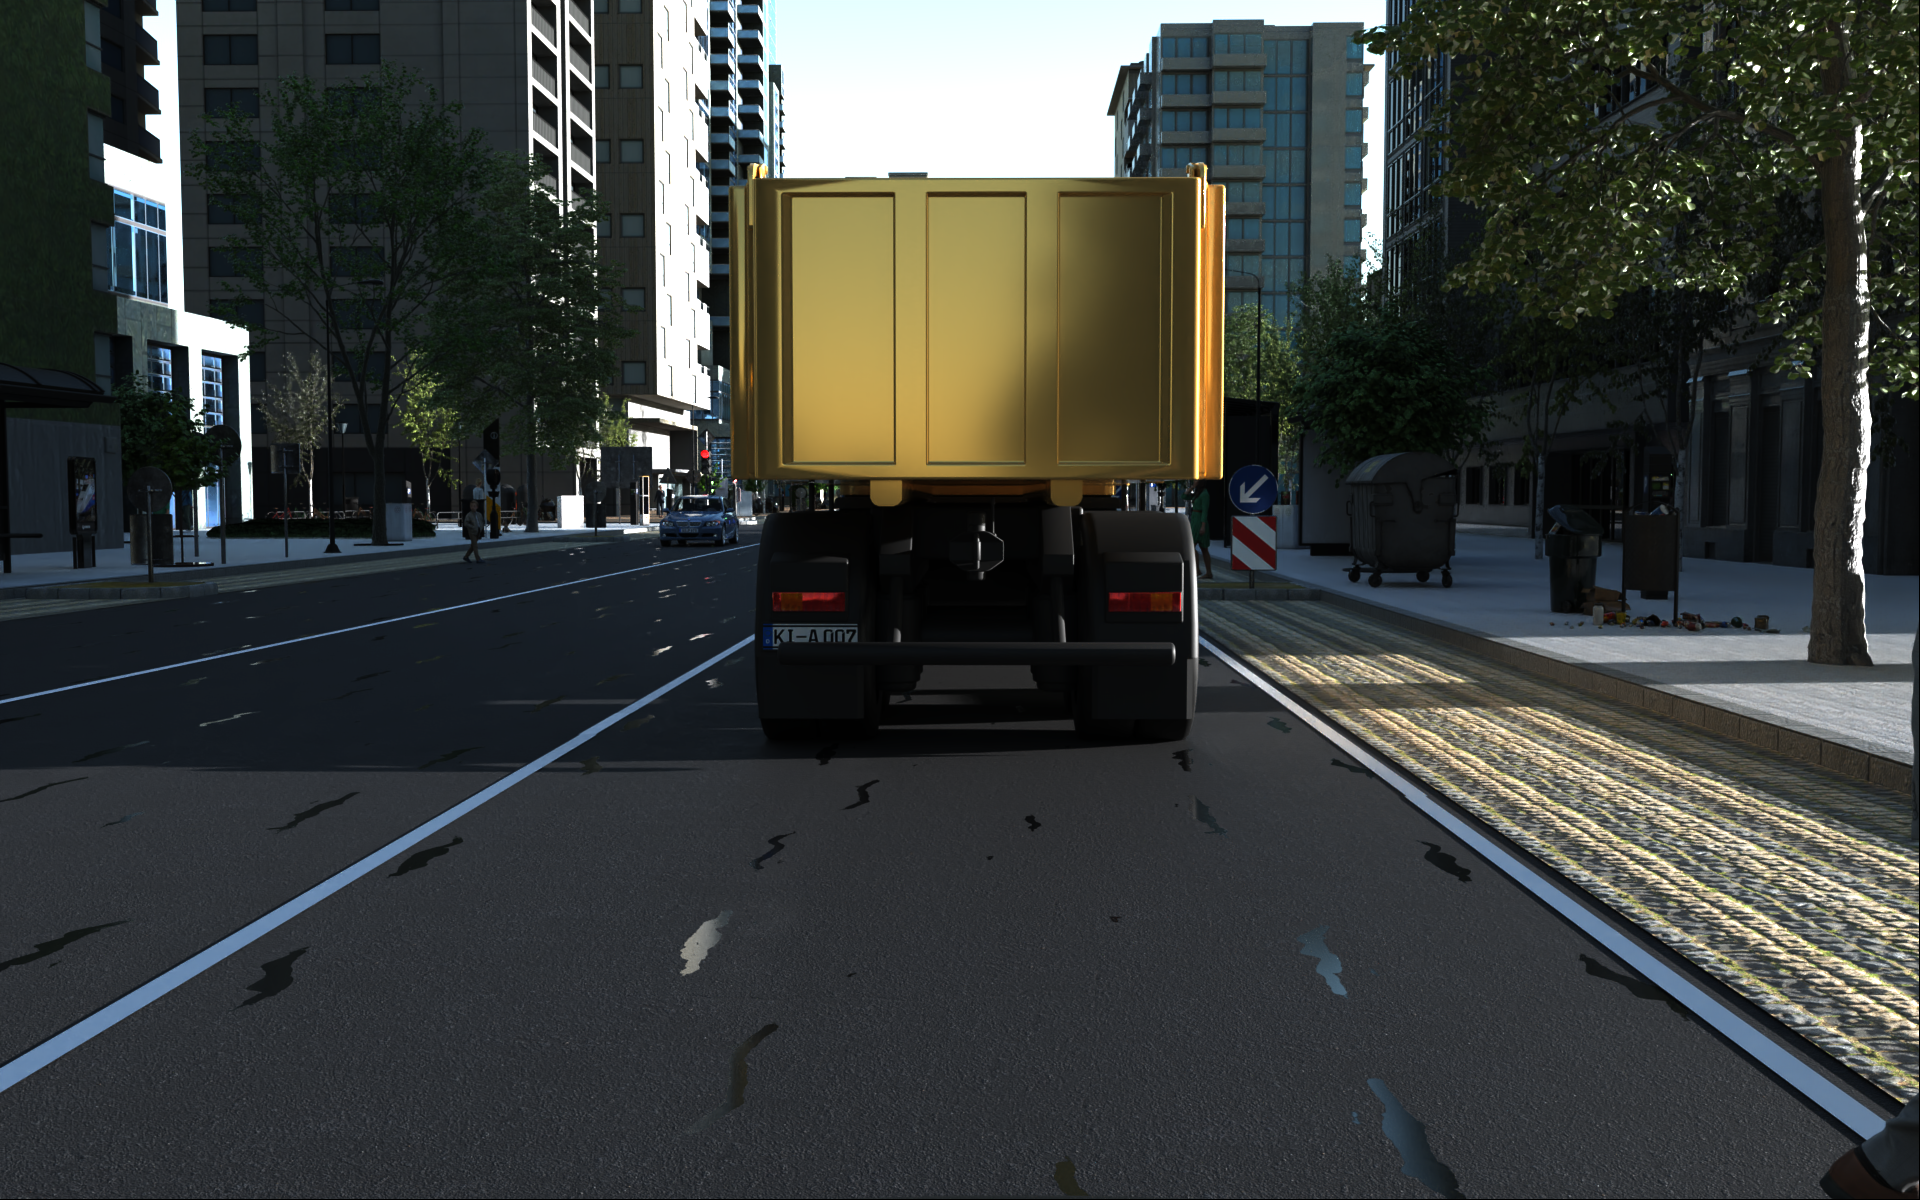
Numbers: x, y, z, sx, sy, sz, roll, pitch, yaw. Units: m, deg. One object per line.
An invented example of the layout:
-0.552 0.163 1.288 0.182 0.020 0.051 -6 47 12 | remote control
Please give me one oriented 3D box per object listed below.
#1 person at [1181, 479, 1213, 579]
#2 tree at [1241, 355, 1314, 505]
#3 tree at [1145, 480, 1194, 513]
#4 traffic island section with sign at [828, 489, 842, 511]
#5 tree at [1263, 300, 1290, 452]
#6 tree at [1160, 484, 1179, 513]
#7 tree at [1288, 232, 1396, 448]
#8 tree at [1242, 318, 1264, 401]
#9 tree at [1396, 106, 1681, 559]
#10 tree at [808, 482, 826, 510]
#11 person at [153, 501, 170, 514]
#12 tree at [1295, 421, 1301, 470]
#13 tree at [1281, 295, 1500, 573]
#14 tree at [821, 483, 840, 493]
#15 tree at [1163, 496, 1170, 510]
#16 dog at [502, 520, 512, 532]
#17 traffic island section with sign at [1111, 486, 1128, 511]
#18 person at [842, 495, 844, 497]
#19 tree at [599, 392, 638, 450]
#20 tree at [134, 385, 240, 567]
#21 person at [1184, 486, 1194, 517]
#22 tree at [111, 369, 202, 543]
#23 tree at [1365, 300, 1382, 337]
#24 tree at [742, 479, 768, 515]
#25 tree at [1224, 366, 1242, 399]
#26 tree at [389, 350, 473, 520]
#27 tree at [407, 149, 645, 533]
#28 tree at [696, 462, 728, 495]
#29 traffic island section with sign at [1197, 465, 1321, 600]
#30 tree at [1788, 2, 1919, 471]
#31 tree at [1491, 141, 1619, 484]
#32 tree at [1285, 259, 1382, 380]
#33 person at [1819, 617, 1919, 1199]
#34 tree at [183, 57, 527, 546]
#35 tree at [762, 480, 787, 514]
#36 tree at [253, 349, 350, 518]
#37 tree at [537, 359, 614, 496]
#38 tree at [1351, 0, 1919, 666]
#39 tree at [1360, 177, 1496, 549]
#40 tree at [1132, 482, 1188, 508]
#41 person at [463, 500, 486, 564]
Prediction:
4.032 -1.239 28.998 0.529 1.795 0.600 -1 4 -21 | person
17.683 -8.633 91.507 4.360 8.622 3.978 0 3 0 | tree
7.188 -4.514 57.513 4.285 4.588 4.351 0 3 0 | tree
-9.236 -7.678 134.160 1.989 1.847 2.006 0 4 1 | traffic island section with sign
12.088 -6.260 52.706 4.737 8.622 4.395 0 3 0 | tree
13.797 -10.216 117.385 4.737 8.622 4.395 0 3 0 | tree
11.832 -5.914 47.048 4.737 8.622 4.395 0 3 0 | tree
12.046 -6.560 57.626 4.737 8.622 4.395 0 3 0 | tree
11.640 -5.112 33.940 4.737 8.622 4.395 0 3 0 | tree
-12.027 -9.064 142.798 1.663 3.219 1.824 0 3 0 | tree
-16.835 -1.852 36.565 0.600 1.795 0.529 2 4 25 | person
33.045 -14.350 151.623 9.611 12.733 9.660 0 3 0 | tree
7.053 -2.755 28.759 4.285 4.588 4.351 0 3 0 | tree
-11.981 -10.762 159.668 4.285 4.588 4.351 0 3 0 | tree
16.316 -13.016 138.559 9.928 11.665 9.643 0 3 0 | tree
-15.178 -2.474 58.189 0.550 0.427 0.748 2 4 25 | dog
4.457 -2.596 51.080 1.989 1.847 2.006 0 4 1 | traffic island section with sign
-4.005 -3.279 62.286 0.721 1.800 0.419 -2 4 -26 | person
-24.885 -10.653 124.532 4.737 8.622 4.395 0 3 0 | tree
-13.786 -2.202 30.610 1.663 3.219 1.824 0 3 0 | tree
10.273 -4.209 77.523 0.606 1.804 0.583 -2 4 -29 | person
-21.686 -3.781 45.530 4.285 4.588 4.351 0 3 0 | tree
28.736 -12.674 113.870 9.857 13.997 8.962 0 3 0 | tree
-13.058 -6.943 108.124 1.663 3.219 1.824 0 3 0 | tree
12.545 -7.320 70.048 4.737 8.622 4.395 0 3 0 | tree
-26.234 -8.266 85.506 4.737 8.622 4.395 0 3 0 | tree
-14.497 -8.557 58.036 7.486 12.596 7.792 0 3 0 | tree
-13.387 -5.931 91.568 1.663 3.219 1.824 0 3 0 | tree
3.866 -0.948 24.131 1.989 1.847 2.006 0 4 1 | traffic island section with sign
11.612 -4.420 22.625 4.360 8.622 3.978 0 3 0 | tree
11.828 -4.791 28.699 4.360 8.622 3.978 0 3 0 | tree
30.880 -17.228 137.574 12.611 20.169 13.585 0 3 0 | tree
1.884 0.348 2.927 0.709 1.813 0.853 -3 5 -44 | person
-14.507 -7.146 42.591 9.928 11.665 9.643 0 3 0 | tree
-12.552 -9.898 112.191 4.360 8.622 3.978 0 3 0 | tree
-32.984 -8.363 87.092 4.360 8.622 3.978 0 3 0 | tree
-19.056 -8.335 86.647 4.360 8.622 3.978 0 3 0 | tree
6.286 -5.781 12.640 7.486 12.596 7.792 0 3 0 | tree
11.403 -5.482 39.995 4.360 8.622 3.978 0 3 0 | tree
12.705 -9.873 111.791 4.360 8.622 3.978 0 3 0 | tree
-10.021 -1.406 35.767 0.640 1.303 0.475 2 4 23 | person
